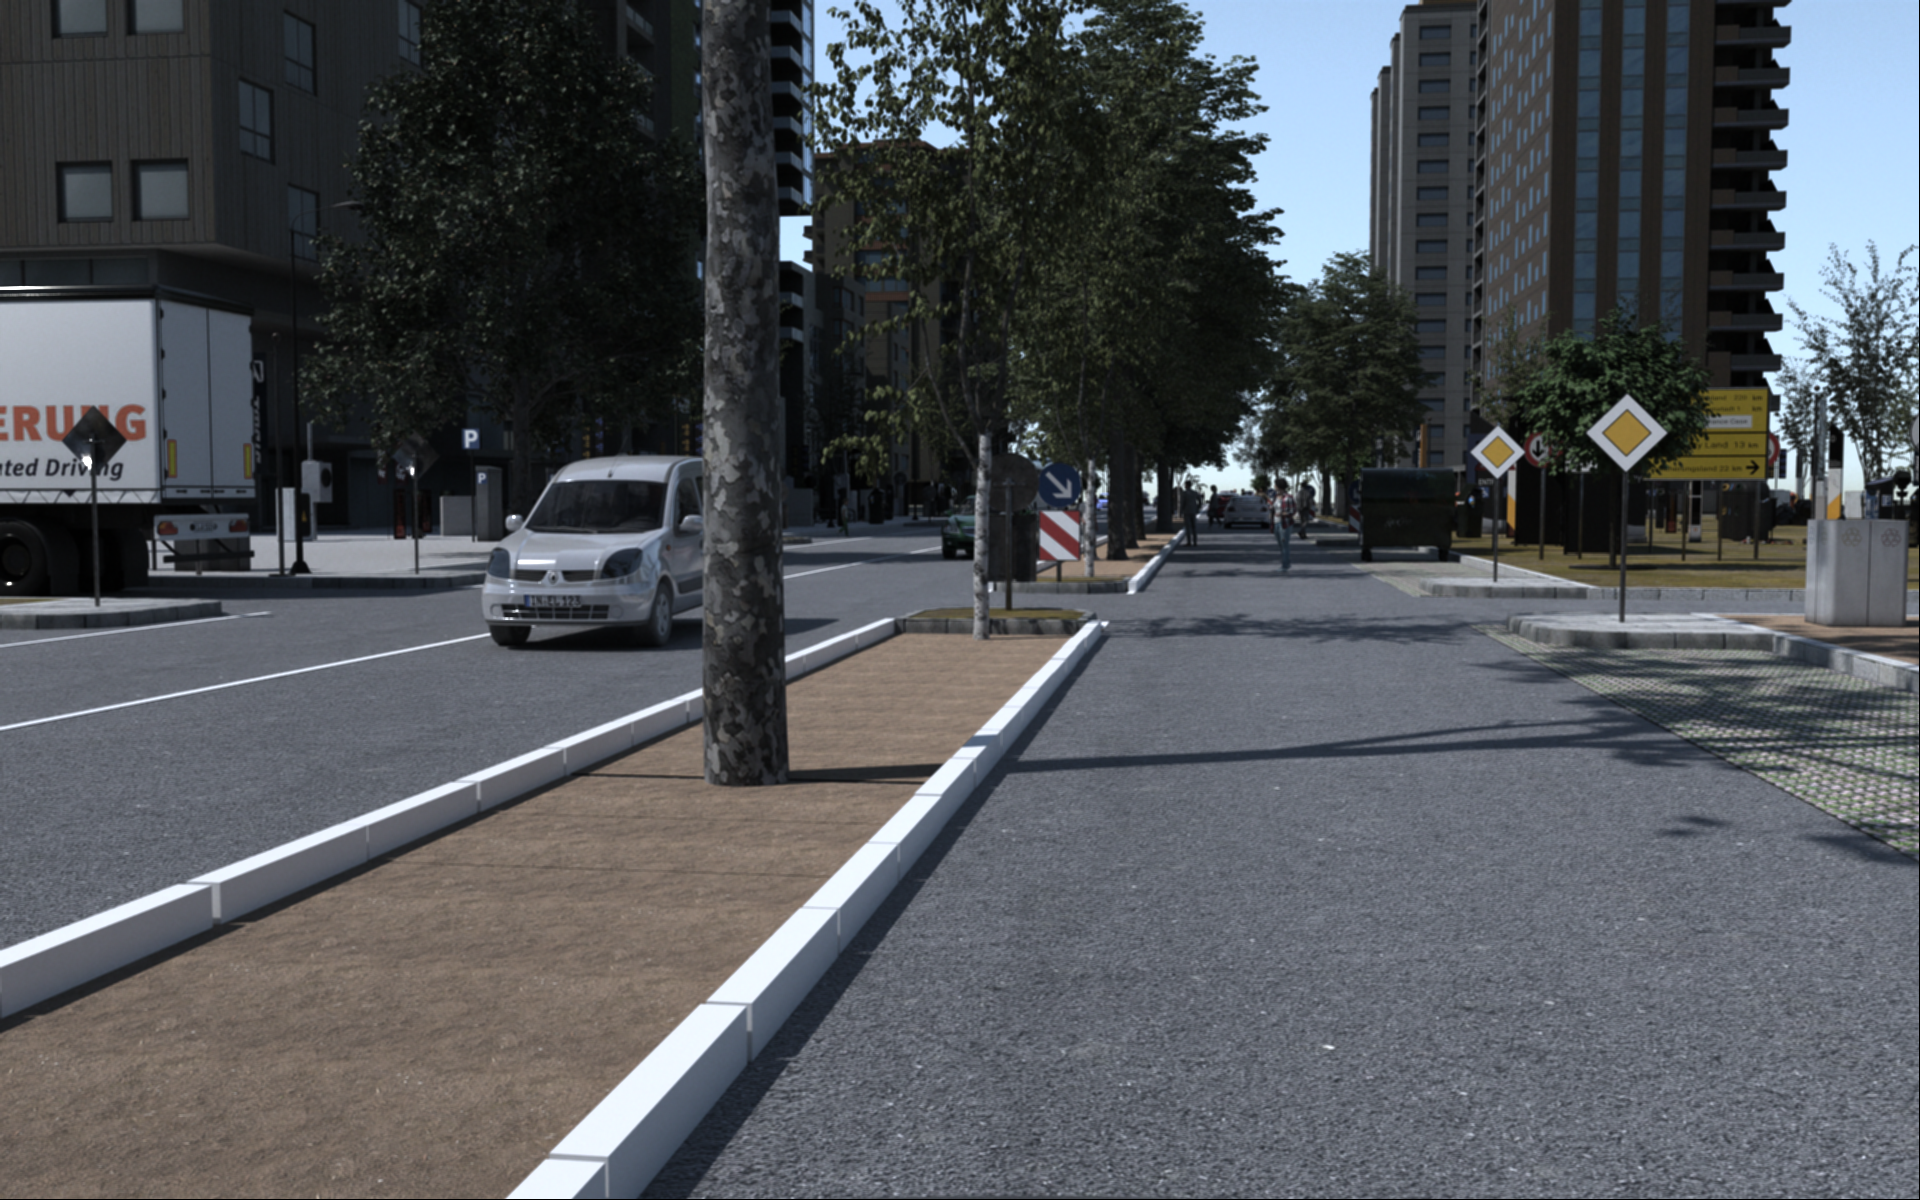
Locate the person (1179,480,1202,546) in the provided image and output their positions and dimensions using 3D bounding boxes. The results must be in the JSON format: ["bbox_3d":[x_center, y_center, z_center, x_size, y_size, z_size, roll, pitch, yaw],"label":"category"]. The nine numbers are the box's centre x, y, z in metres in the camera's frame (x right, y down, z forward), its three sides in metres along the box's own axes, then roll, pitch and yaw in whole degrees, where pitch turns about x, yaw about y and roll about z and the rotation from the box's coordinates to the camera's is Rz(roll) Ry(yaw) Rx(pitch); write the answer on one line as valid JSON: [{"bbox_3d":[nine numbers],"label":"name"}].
[{"bbox_3d":[6.319,-2.383,47.569,0.635,1.810,0.391,-2,4,-29],"label":"person"}]

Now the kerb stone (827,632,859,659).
[{"bbox_3d":[-1.083,0.420,15.336,0.120,0.150,1.000,1,4,8],"label":"kerb stone"}]

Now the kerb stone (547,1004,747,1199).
[{"bbox_3d":[-0.667,1.122,3.859,0.120,0.150,1.000,1,4,8],"label":"kerb stone"}]

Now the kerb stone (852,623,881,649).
[{"bbox_3d":[-0.924,0.358,16.350,0.120,0.150,1.000,1,4,8],"label":"kerb stone"}]

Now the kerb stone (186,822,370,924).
[{"bbox_3d":[-2.429,0.977,6.223,0.120,0.150,1.000,1,4,8],"label":"kerb stone"}]

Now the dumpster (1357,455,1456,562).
[{"bbox_3d":[9.426,-1.939,36.656,1.985,2.255,1.502,1,4,9],"label":"dumpster"}]

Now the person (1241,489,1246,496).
[{"bbox_3d":[20.282,-7.080,124.353,0.705,1.812,1.348,-1,4,-13],"label":"person"}]

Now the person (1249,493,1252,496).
[{"bbox_3d":[15.396,-4.935,91.787,0.523,1.515,0.503,2,4,35],"label":"person"}]

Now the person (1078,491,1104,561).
[{"bbox_3d":[2.772,-1.582,36.955,0.523,1.515,0.503,2,4,28],"label":"person"}]

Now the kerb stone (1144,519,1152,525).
[{"bbox_3d":[9.099,-3.770,83.837,0.120,0.150,1.000,1,4,8],"label":"kerb stone"}]

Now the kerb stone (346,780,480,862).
[{"bbox_3d":[-2.286,0.919,7.236,0.120,0.150,1.000,1,4,8],"label":"kerb stone"}]

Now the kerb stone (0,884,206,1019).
[{"bbox_3d":[-2.585,1.040,5.196,0.120,0.150,1.000,1,4,8],"label":"kerb stone"}]

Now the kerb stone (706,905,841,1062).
[{"bbox_3d":[-0.510,1.060,4.870,0.120,0.150,1.000,1,4,8],"label":"kerb stone"}]

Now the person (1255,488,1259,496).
[{"bbox_3d":[19.720,-6.487,114.653,0.705,1.812,1.348,0,4,2],"label":"person"}]

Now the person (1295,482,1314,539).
[{"bbox_3d":[10.985,-2.852,55.235,0.679,1.850,0.850,3,4,36],"label":"person"}]

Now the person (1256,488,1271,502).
[{"bbox_3d":[17.872,-5.763,102.742,1.348,1.823,0.705,2,4,35],"label":"person"}]

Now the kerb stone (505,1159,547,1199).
[{"bbox_3d":[-0.813,1.184,2.843,0.120,0.150,1.000,1,4,8],"label":"kerb stone"}]

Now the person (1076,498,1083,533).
[{"bbox_3d":[4.445,-3.144,64.169,0.640,1.303,0.475,2,4,28],"label":"person"}]

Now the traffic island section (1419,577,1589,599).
[{"bbox_3d":[7.814,-0.180,25.228,2.009,0.180,2.903,1,4,8],"label":"traffic island section"}]

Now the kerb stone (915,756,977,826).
[{"bbox_3d":[-0.064,0.875,7.912,0.120,0.150,1.000,1,4,8],"label":"kerb stone"}]

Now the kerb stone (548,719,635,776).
[{"bbox_3d":[-1.979,0.791,9.264,0.120,0.150,1.000,1,4,8],"label":"kerb stone"}]

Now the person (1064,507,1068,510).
[{"bbox_3d":[6.867,-6.140,112.151,1.065,1.426,0.557,-2,4,-30],"label":"person"}]

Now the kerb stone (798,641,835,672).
[{"bbox_3d":[-1.224,0.482,14.322,0.120,0.150,1.000,1,4,8],"label":"kerb stone"}]

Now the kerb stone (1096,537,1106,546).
[{"bbox_3d":[3.988,-1.663,49.387,0.120,0.150,1.000,1,4,8],"label":"kerb stone"}]

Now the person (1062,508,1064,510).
[{"bbox_3d":[5.669,-5.356,96.275,0.606,1.804,0.583,1,4,22],"label":"person"}]

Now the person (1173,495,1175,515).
[{"bbox_3d":[14.248,-6.598,116.470,1.348,1.812,0.705,0,4,4],"label":"person"}]

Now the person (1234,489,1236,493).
[{"bbox_3d":[18.199,-6.455,114.593,0.990,1.755,0.434,2,4,24],"label":"person"}]

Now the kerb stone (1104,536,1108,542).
[{"bbox_3d":[4.127,-1.722,50.401,0.120,0.150,1.000,1,4,8],"label":"kerb stone"}]

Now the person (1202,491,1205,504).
[{"bbox_3d":[35.503,-14.936,252.795,0.705,1.812,1.348,0,4,-3],"label":"person"}]

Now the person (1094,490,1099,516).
[{"bbox_3d":[9.115,-6.521,115.796,0.721,1.739,1.217,0,4,-6],"label":"person"}]

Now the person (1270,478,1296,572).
[{"bbox_3d":[5.951,-1.374,31.796,0.643,1.720,0.563,-2,4,-30],"label":"person"}]

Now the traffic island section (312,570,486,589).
[{"bbox_3d":[-8.696,-0.330,27.677,2.009,0.180,2.903,1,4,8],"label":"traffic island section"}]

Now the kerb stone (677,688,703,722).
[{"bbox_3d":[-1.672,0.668,11.286,0.120,0.150,1.000,1,4,8],"label":"kerb stone"}]

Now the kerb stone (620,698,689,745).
[{"bbox_3d":[-1.831,0.731,10.276,0.120,0.150,1.000,1,4,8],"label":"kerb stone"}]

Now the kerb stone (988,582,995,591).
[{"bbox_3d":[0.509,-0.236,26.059,0.120,0.150,1.000,1,4,8],"label":"kerb stone"}]

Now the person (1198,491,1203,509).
[{"bbox_3d":[22.832,-9.497,164.695,0.541,1.710,0.530,1,4,22],"label":"person"}]

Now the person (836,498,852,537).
[{"bbox_3d":[-3.862,-2.738,57.511,0.590,1.304,0.306,-2,4,-33],"label":"person"}]

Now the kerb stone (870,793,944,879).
[{"bbox_3d":[-0.210,0.941,6.901,0.120,0.150,1.000,1,4,8],"label":"kerb stone"}]

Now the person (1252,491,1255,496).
[{"bbox_3d":[36.347,-12.623,214.752,0.709,1.838,0.599,2,4,24],"label":"person"}]

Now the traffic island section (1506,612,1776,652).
[{"bbox_3d":[6.641,0.303,17.329,2.009,0.180,2.903,1,4,8],"label":"traffic island section"}]

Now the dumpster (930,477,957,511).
[{"bbox_3d":[-1.074,-5.995,100.519,1.502,2.255,1.985,1,4,8],"label":"dumpster"}]

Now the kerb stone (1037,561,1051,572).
[{"bbox_3d":[1.580,-0.670,33.181,0.120,0.150,1.000,1,4,8],"label":"kerb stone"}]

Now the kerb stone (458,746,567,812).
[{"bbox_3d":[-2.131,0.855,8.250,0.120,0.150,1.000,1,4,8],"label":"kerb stone"}]

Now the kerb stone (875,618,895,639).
[{"bbox_3d":[-0.781,0.296,17.363,0.120,0.150,1.000,1,4,8],"label":"kerb stone"}]

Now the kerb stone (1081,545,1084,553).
[{"bbox_3d":[3.235,-1.351,44.333,0.120,0.150,1.000,1,4,8],"label":"kerb stone"}]

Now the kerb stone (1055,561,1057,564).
[{"bbox_3d":[1.879,-0.796,35.207,0.120,0.150,1.000,1,4,8],"label":"kerb stone"}]

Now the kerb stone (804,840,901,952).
[{"bbox_3d":[-0.360,1.001,5.889,0.120,0.150,1.000,1,4,8],"label":"kerb stone"}]

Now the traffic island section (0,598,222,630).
[{"bbox_3d":[-9.869,0.153,19.778,2.009,0.180,2.903,1,4,8],"label":"traffic island section"}]

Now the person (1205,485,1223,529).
[{"bbox_3d":[10.312,-3.764,70.217,0.728,1.800,0.709,1,4,10],"label":"person"}]

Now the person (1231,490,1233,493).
[{"bbox_3d":[21.603,-7.872,137.999,1.217,1.735,0.721,2,4,34],"label":"person"}]

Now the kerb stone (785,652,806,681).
[{"bbox_3d":[-1.377,0.543,13.311,0.120,0.150,1.000,1,4,8],"label":"kerb stone"}]

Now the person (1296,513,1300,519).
[{"bbox_3d":[19.366,-5.258,98.741,0.394,1.301,0.425,3,5,42],"label":"person"}]

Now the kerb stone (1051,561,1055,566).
[{"bbox_3d":[1.719,-0.733,34.198,0.120,0.150,1.000,1,4,8],"label":"kerb stone"}]
